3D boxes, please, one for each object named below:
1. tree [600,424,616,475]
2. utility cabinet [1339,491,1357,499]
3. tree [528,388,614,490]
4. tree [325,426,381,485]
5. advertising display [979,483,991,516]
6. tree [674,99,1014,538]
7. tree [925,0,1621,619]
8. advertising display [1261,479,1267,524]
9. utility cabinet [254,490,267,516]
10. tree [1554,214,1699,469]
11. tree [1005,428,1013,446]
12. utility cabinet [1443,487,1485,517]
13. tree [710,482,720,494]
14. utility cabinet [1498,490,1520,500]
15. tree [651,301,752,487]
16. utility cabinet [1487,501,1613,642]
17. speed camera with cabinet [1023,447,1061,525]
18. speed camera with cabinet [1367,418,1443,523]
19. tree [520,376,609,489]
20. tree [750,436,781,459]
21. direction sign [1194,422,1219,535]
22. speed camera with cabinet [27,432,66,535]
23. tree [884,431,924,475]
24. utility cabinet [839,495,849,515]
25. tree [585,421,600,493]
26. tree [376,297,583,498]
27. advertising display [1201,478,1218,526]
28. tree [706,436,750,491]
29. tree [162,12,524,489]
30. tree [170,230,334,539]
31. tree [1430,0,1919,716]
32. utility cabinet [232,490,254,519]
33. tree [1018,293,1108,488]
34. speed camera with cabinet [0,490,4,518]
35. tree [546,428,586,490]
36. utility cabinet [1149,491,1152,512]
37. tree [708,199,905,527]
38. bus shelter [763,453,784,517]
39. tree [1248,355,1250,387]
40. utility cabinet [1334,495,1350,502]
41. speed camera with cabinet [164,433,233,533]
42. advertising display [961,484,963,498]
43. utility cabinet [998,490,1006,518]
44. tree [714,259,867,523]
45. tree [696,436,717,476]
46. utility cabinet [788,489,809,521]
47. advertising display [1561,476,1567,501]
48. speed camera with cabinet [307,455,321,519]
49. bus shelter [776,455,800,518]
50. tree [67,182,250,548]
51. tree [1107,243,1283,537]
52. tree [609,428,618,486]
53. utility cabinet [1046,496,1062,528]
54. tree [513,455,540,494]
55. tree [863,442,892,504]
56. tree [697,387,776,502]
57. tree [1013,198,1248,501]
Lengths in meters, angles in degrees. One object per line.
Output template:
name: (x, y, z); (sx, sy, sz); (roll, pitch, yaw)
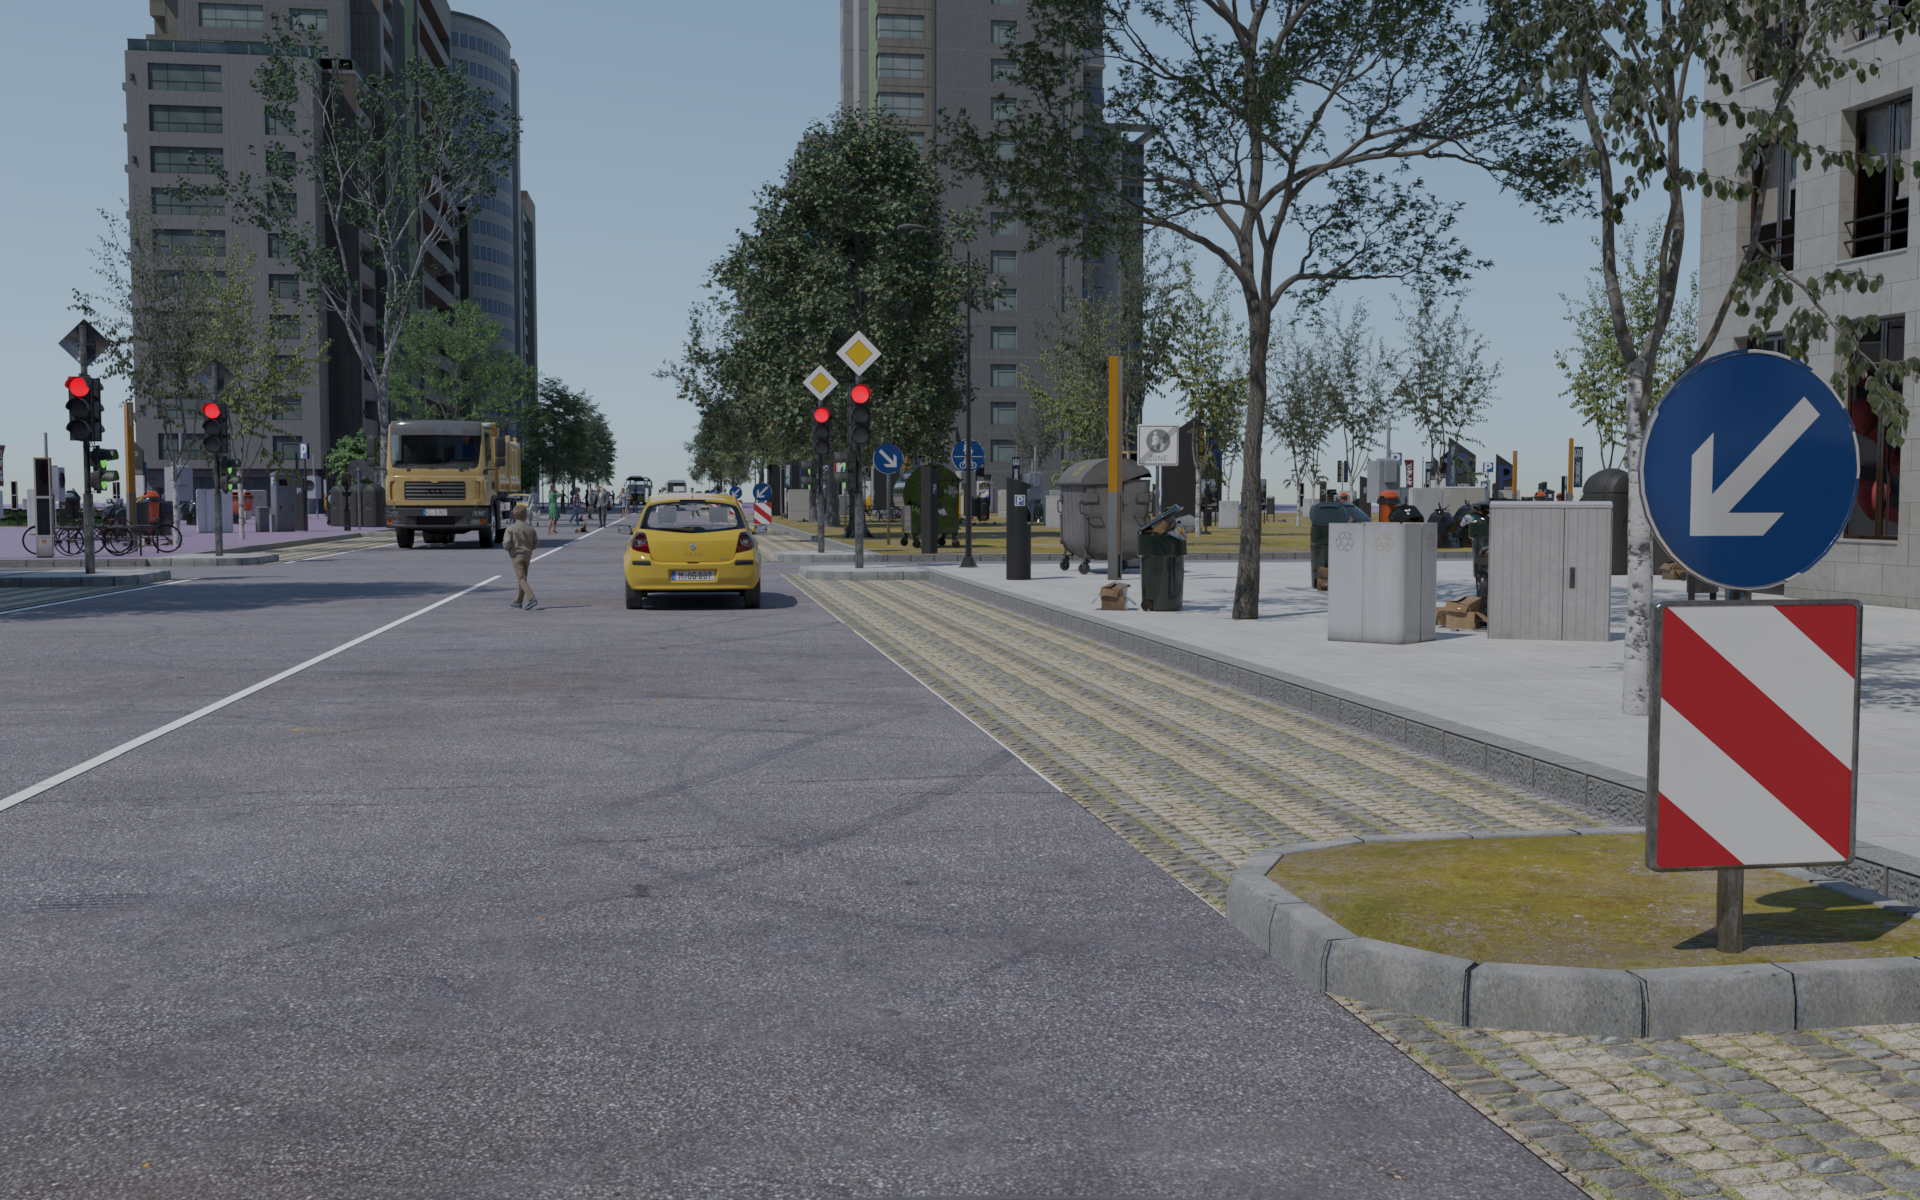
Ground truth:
tree: (-50.510, -18.975, 235.993); (9.928, 11.665, 9.643); (0, 3, 0)
utility cabinet: (24.688, -6.211, 110.228); (0.318, 1.500, 1.173); (-3, 5, -41)
tree: (-46.232, -18.336, 206.444); (9.857, 13.997, 8.962); (0, 3, 0)
tree: (-28.914, -6.119, 83.765); (4.285, 4.588, 4.351); (0, 3, 0)
advertising display: (1.463, -5.985, 103.061); (0.123, 1.923, 0.974); (-3, 4, -38)
tree: (-3.073, -8.177, 50.697); (9.611, 12.733, 9.660); (0, 3, 0)
tree: (3.277, -5.085, 17.559); (7.601, 10.594, 8.767); (-1, 4, -13)
advertising display: (12.723, -4.200, 73.885); (0.974, 1.923, 0.123); (-3, 5, -42)
utility cabinet: (-40.333, -5.546, 99.357); (0.318, 1.500, 1.173); (2, 4, 28)
tree: (18.280, -5.816, 45.453); (4.737, 8.622, 4.395); (0, 3, 0)
tree: (5.062, -9.857, 111.520); (4.360, 8.622, 3.978); (0, 3, 0)
utility cabinet: (15.074, -2.640, 51.836); (1.173, 1.500, 0.318); (0, 4, 2)
tree: (-34.248, -15.296, 244.687); (1.663, 3.219, 1.824); (0, 3, 0)
utility cabinet: (30.521, -5.364, 96.383); (1.173, 1.500, 0.318); (0, 4, 1)
tree: (-23.856, -19.315, 171.681); (12.611, 20.169, 13.585); (0, 3, 0)
utility cabinet: (5.198, -0.252, 15.278); (1.020, 1.237, 0.306); (1, 4, 19)
speed camera with cabinet: (3.624, -4.800, 72.821); (2.038, 3.252, 0.660); (-2, 4, -32)
speed camera with cabinet: (11.655, -3.118, 45.316); (2.038, 3.252, 0.660); (-1, 4, -22)
tree: (-38.965, -15.250, 167.460); (7.486, 12.596, 7.792); (0, 3, 0)
tree: (-11.572, -9.722, 109.313); (4.737, 8.622, 4.395); (0, 3, 0)
direction sign: (7.825, -3.853, 54.999); (0.876, 3.537, 0.379); (-2, 4, -25)
speed camera with cabinet: (-29.037, -3.713, 55.050); (0.660, 3.252, 2.038); (-1, 4, -11)
tree: (-3.546, -9.864, 111.642); (4.737, 8.622, 4.395); (0, 3, 0)
utility cabinet: (-7.054, -5.814, 106.215); (1.020, 1.237, 0.306); (-3, 5, -42)
tree: (-31.923, -11.891, 120.167); (9.928, 11.665, 9.643); (0, 3, 0)
tree: (-26.801, -10.090, 90.722); (9.928, 11.665, 9.643); (0, 3, 0)
advertising display: (9.826, -3.883, 68.705); (0.974, 1.923, 0.123); (-2, 4, -34)
tree: (-20.117, -12.505, 154.813); (4.360, 8.622, 3.978); (0, 3, 0)
tree: (-24.712, -13.102, 70.112); (12.611, 20.169, 13.585); (0, 3, 0)
tree: (-20.103, -6.007, 48.570); (4.737, 8.622, 4.395); (0, 3, 0)
tree: (3.897, -3.623, 9.592); (4.360, 8.622, 3.978); (0, 3, 0)
utility cabinet: (-36.449, -4.838, 87.784); (1.173, 1.500, 0.318); (2, 4, 30)
tree: (4.482, -6.862, 62.561); (4.737, 8.622, 4.395); (0, 3, 0)
speed camera with cabinet: (-44.307, -5.135, 78.295); (0.660, 3.252, 2.038); (1, 4, 15)
tree: (-40.404, -13.844, 176.716); (4.360, 8.622, 3.978); (0, 3, 0)
utility cabinet: (12.295, -6.446, 114.069); (1.173, 1.500, 0.318); (-3, 4, -38)
tree: (-4.999, -9.825, 67.294); (9.857, 13.997, 8.962); (0, 3, 0)
bus shelter: (-10.666, -6.745, 101.570); (1.731, 3.624, 6.357); (-1, 4, -9)
tree: (13.507, -7.284, 69.463); (4.360, 8.622, 3.978); (0, 3, 0)
utility cabinet: (21.748, -5.329, 98.294); (1.020, 1.237, 0.306); (-1, 4, -14)
speed camera with cabinet: (-24.970, -3.821, 56.809); (0.660, 3.252, 2.038); (3, 4, 37)
advertising display: (0.331, -6.263, 107.619); (0.123, 1.923, 0.974); (-2, 4, -34)
utility cabinet: (2.588, -5.058, 91.374); (1.173, 1.500, 0.318); (2, 4, 29)
tree: (-6.957, -9.749, 77.525); (7.486, 12.596, 7.792); (0, 3, 0)
tree: (-35.847, -20.247, 256.789); (9.928, 11.665, 9.643); (0, 3, 0)
utility cabinet: (-7.613, -4.535, 82.830); (1.173, 1.500, 0.318); (-1, 4, -14)
advertising display: (21.393, -3.433, 61.350); (0.123, 1.923, 0.974); (2, 4, 24)
speed camera with cabinet: (-33.417, -5.708, 87.662); (2.038, 3.252, 0.660); (1, 4, 10)
bus shelter: (-8.775, -7.096, 93.647); (2.179, 5.291, 8.768); (-1, 4, -9)
tree: (-18.734, -5.546, 41.043); (4.360, 8.622, 3.978); (0, 3, 0)
tree: (7.366, -6.195, 51.657); (4.737, 8.622, 4.395); (0, 3, 0)
tree: (-54.189, -20.770, 257.709); (7.486, 12.596, 7.792); (0, 3, 0)
utility cabinet: (3.752, -3.375, 66.344); (0.306, 1.237, 1.020); (-3, 5, -44)
tree: (-35.899, -9.662, 141.688); (4.285, 4.588, 4.351); (0, 3, 0)
tree: (-5.127, -8.886, 95.644); (4.360, 8.622, 3.978); (0, 3, 0)
tree: (-13.811, -11.239, 118.168); (8.767, 10.594, 7.601); (0, 4, -4)
tree: (3.990, -5.583, 41.653); (4.360, 8.622, 3.978); (0, 3, 0)
